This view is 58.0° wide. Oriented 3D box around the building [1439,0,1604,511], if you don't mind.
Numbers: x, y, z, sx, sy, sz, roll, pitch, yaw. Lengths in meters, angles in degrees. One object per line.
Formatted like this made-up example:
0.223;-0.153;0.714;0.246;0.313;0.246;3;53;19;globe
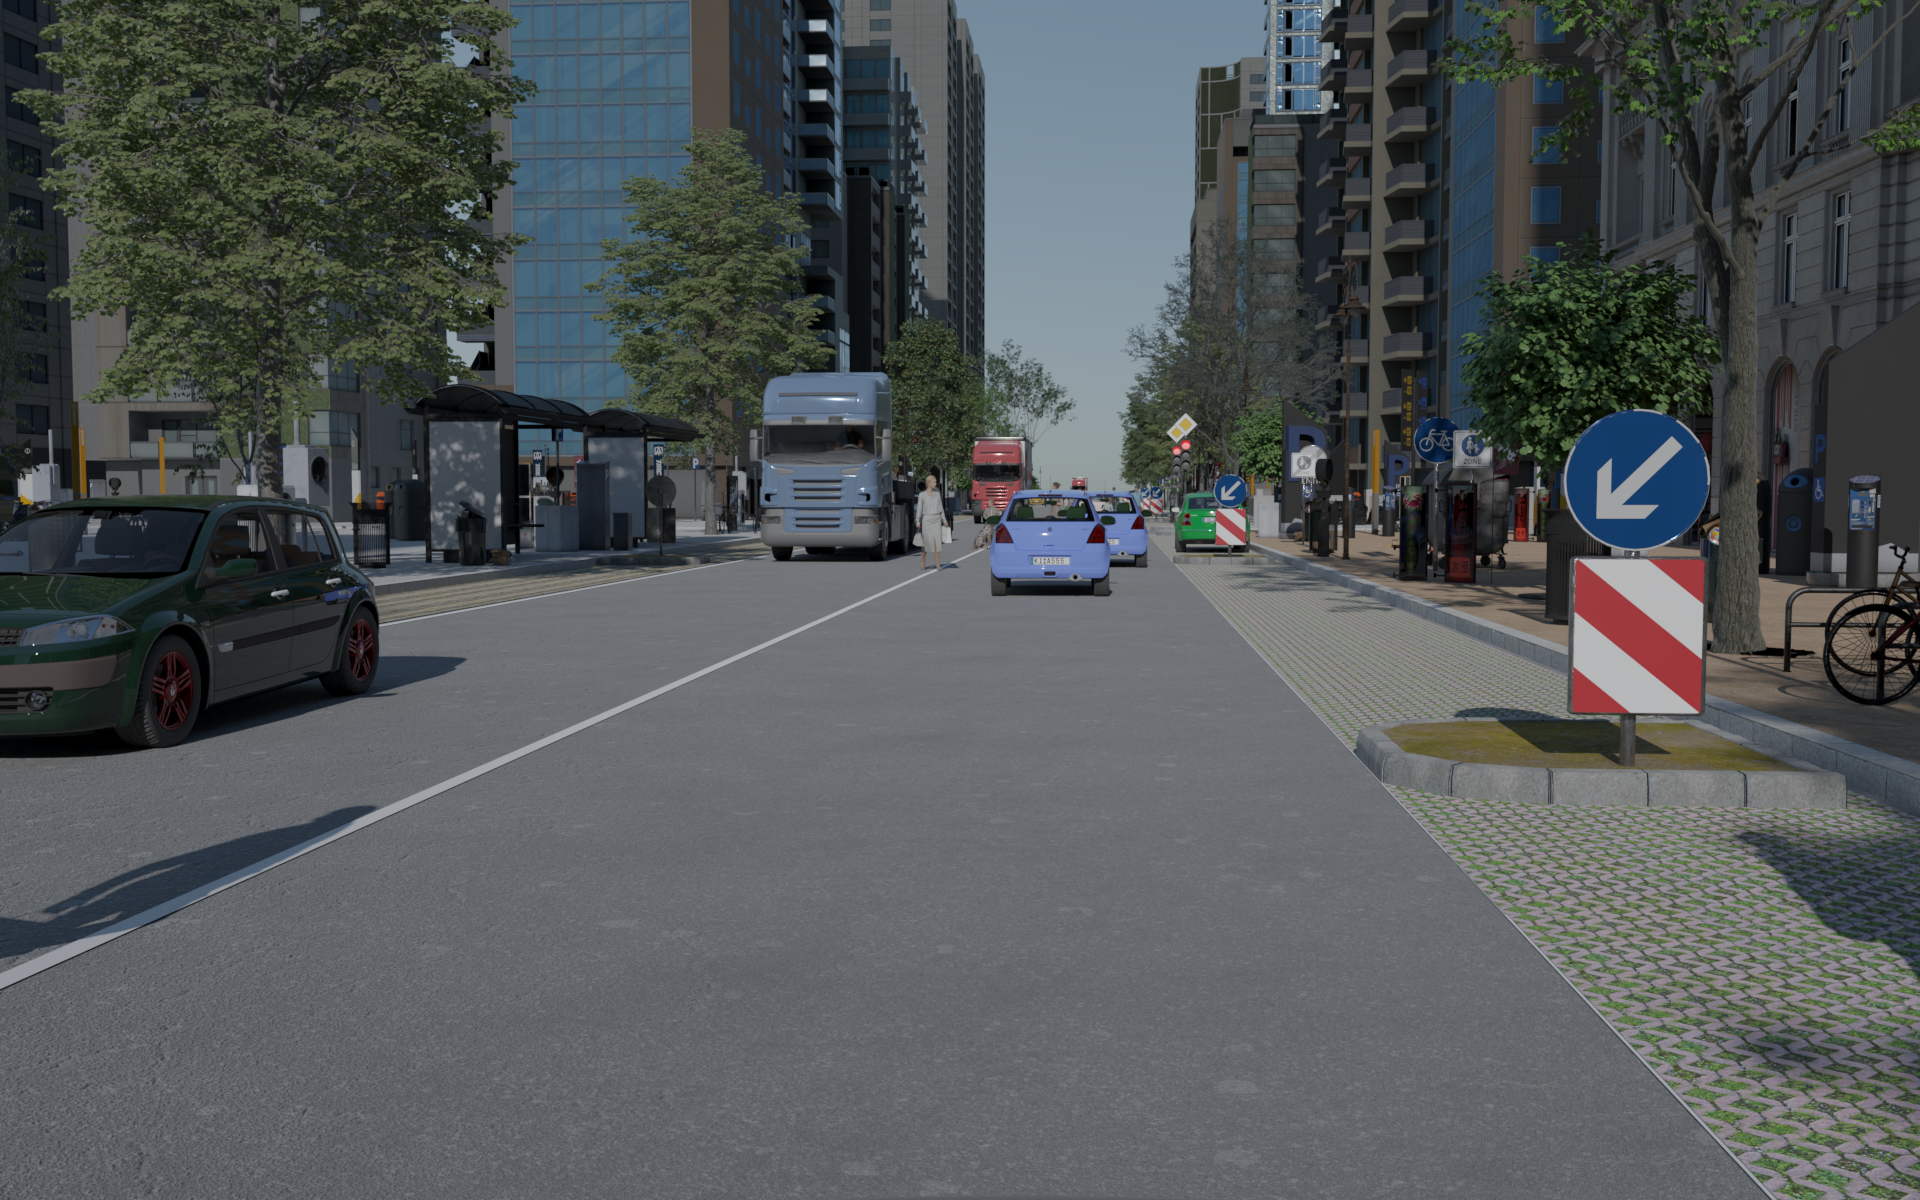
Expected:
30.684;-26.231;78.987;14.200;45.320;14.600;0;4;5;building

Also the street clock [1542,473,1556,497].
17.347;-2.845;51.079;0.358;2.002;0.471;0;4;-7;street clock

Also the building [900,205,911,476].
-12.518;-24.172;166.919;14.160;30.474;14.107;0;4;5;building

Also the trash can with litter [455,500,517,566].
-8.530;-1.210;31.174;1.055;1.170;0.624;0;4;-2;trash can with litter

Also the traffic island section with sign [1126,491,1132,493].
12.472;-6.687;117.952;1.989;1.847;2.006;0;4;5;traffic island section with sign

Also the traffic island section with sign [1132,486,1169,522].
10.085;-4.982;90.088;1.989;1.847;2.006;0;4;5;traffic island section with sign

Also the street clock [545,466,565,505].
-10.537;-2.479;45.109;0.471;2.002;0.358;-1;4;-10;street clock

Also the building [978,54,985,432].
-6.234;-50.686;266.968;20.563;71.187;20.611;0;4;5;building

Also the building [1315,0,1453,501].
33.174;-27.437;103.224;22.147;44.769;28.867;0;4;5;building

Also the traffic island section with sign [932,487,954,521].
-1.353;-5.103;92.054;1.989;1.847;2.006;0;4;5;traffic island section with sign

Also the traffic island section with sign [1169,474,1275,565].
5.414;-1.656;35.707;1.989;1.847;2.006;0;4;5;traffic island section with sign

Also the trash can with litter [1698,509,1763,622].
7.585;-0.371;17.450;0.624;1.170;1.055;0;4;-7;trash can with litter

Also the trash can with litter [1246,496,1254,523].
12.692;-4.081;77.786;2.233;1.210;1.678;0;4;-7;trash can with litter

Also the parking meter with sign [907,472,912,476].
-3.987;-8.533;135.769;0.543;3.016;1.738;-1;4;-11;parking meter with sign

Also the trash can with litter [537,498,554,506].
-11.606;-2.312;49.191;0.624;1.170;1.055;-2;4;-35;trash can with litter

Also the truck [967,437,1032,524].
2.133;-5.982;86.724;2.839;4.237;11.283;0;4;5;truck

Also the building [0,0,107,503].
-59.064;-39.806;89.082;20.611;71.187;20.563;0;4;5;building

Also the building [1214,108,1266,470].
37.177;-33.739;201.750;14.600;45.320;14.200;0;4;5;building

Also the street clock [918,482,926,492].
-2.207;-5.911;101.222;0.471;2.002;0.358;1;4;18;street clock

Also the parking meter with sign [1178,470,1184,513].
13.812;-6.918;109.373;0.543;3.016;1.738;0;4;2;parking meter with sign

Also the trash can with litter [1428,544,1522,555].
10.840;-1.589;37.043;2.233;1.210;1.678;1;4;23;trash can with litter

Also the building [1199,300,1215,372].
41.592;-29.307;250.872;14.160;30.474;14.107;0;4;5;building

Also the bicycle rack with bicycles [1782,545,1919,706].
6.843;0.127;11.311;2.925;0.926;2.852;1;4;9;bicycle rack with bicycles

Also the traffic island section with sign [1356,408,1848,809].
3.108;-0.014;8.851;1.989;1.847;2.006;0;4;5;traffic island section with sign

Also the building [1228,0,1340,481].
39.891;-52.893;177.477;22.319;86.520;31.000;0;4;5;building

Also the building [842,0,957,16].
-8.815;-49.437;246.541;20.563;71.187;20.611;0;4;5;building

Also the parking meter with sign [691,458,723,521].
-11.983;-5.282;82.614;1.738;3.016;0.543;2;4;31;parking meter with sign

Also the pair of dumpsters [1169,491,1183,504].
17.870;-8.486;141.234;1.574;2.255;4.437;0;4;5;pair of dumpsters

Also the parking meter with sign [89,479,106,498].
-44.954;-5.756;90.363;1.738;3.016;0.543;-3;5;-44;parking meter with sign

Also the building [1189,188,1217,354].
46.738;-39.434;268.447;21.300;48.544;21.600;0;4;5;building

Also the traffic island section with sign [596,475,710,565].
-6.215;-1.643;35.496;1.989;1.847;2.006;0;4;5;traffic island section with sign

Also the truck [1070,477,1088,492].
20.247;-18.621;293.370;2.839;4.237;11.283;0;4;6;truck

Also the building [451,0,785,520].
-17.549;-27.045;92.298;14.600;45.320;14.200;0;4;5;building

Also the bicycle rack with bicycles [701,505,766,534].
-7.205;-2.632;56.414;2.852;0.926;2.925;0;4;0;bicycle rack with bicycles

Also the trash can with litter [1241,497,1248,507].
14.853;-4.910;91.672;0.624;1.170;1.055;-1;4;-9;trash can with litter

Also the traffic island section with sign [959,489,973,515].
0.956;-6.747;118.948;1.989;1.847;2.006;0;4;5;traffic island section with sign

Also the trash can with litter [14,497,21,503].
-41.863;-3.992;76.654;1.055;1.170;0.624;1;4;21;trash can with litter

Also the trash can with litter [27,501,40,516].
-19.864;-1.522;35.949;2.233;1.210;1.678;-3;5;-40;trash can with litter

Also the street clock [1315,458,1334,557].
7.418;-1.879;35.296;0.358;2.002;0.471;2;4;34;street clock

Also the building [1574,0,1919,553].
23.563;-12.032;38.516;13.314;21.916;24.055;0;4;5;building

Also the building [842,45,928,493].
-15.408;-34.845;189.326;23.786;49.044;30.456;0;4;5;building

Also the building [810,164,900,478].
-13.457;-23.313;152.866;14.160;30.474;14.107;0;4;5;building

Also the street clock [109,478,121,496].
-37.108;-4.375;76.098;0.471;2.002;0.358;1;4;9;street clock

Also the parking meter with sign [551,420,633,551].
-8.346;-2.639;39.403;1.738;3.016;0.543;0;4;7;parking meter with sign

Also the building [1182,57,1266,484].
47.560;-52.023;288.829;20.563;71.187;20.611;0;4;5;building

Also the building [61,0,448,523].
-34.182;-24.459;83.493;14.086;41.232;14.154;0;4;5;building

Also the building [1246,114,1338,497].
29.206;-22.197;134.620;14.160;30.474;14.107;0;4;5;building

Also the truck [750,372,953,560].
-2.202;-3.332;44.230;2.967;4.110;18.799;0;4;5;truck

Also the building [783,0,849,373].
-19.300;-49.491;121.845;22.319;86.520;31.000;0;4;5;building

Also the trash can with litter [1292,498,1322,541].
9.396;-2.184;47.103;0.624;1.170;1.055;-2;4;-24;trash can with litter
